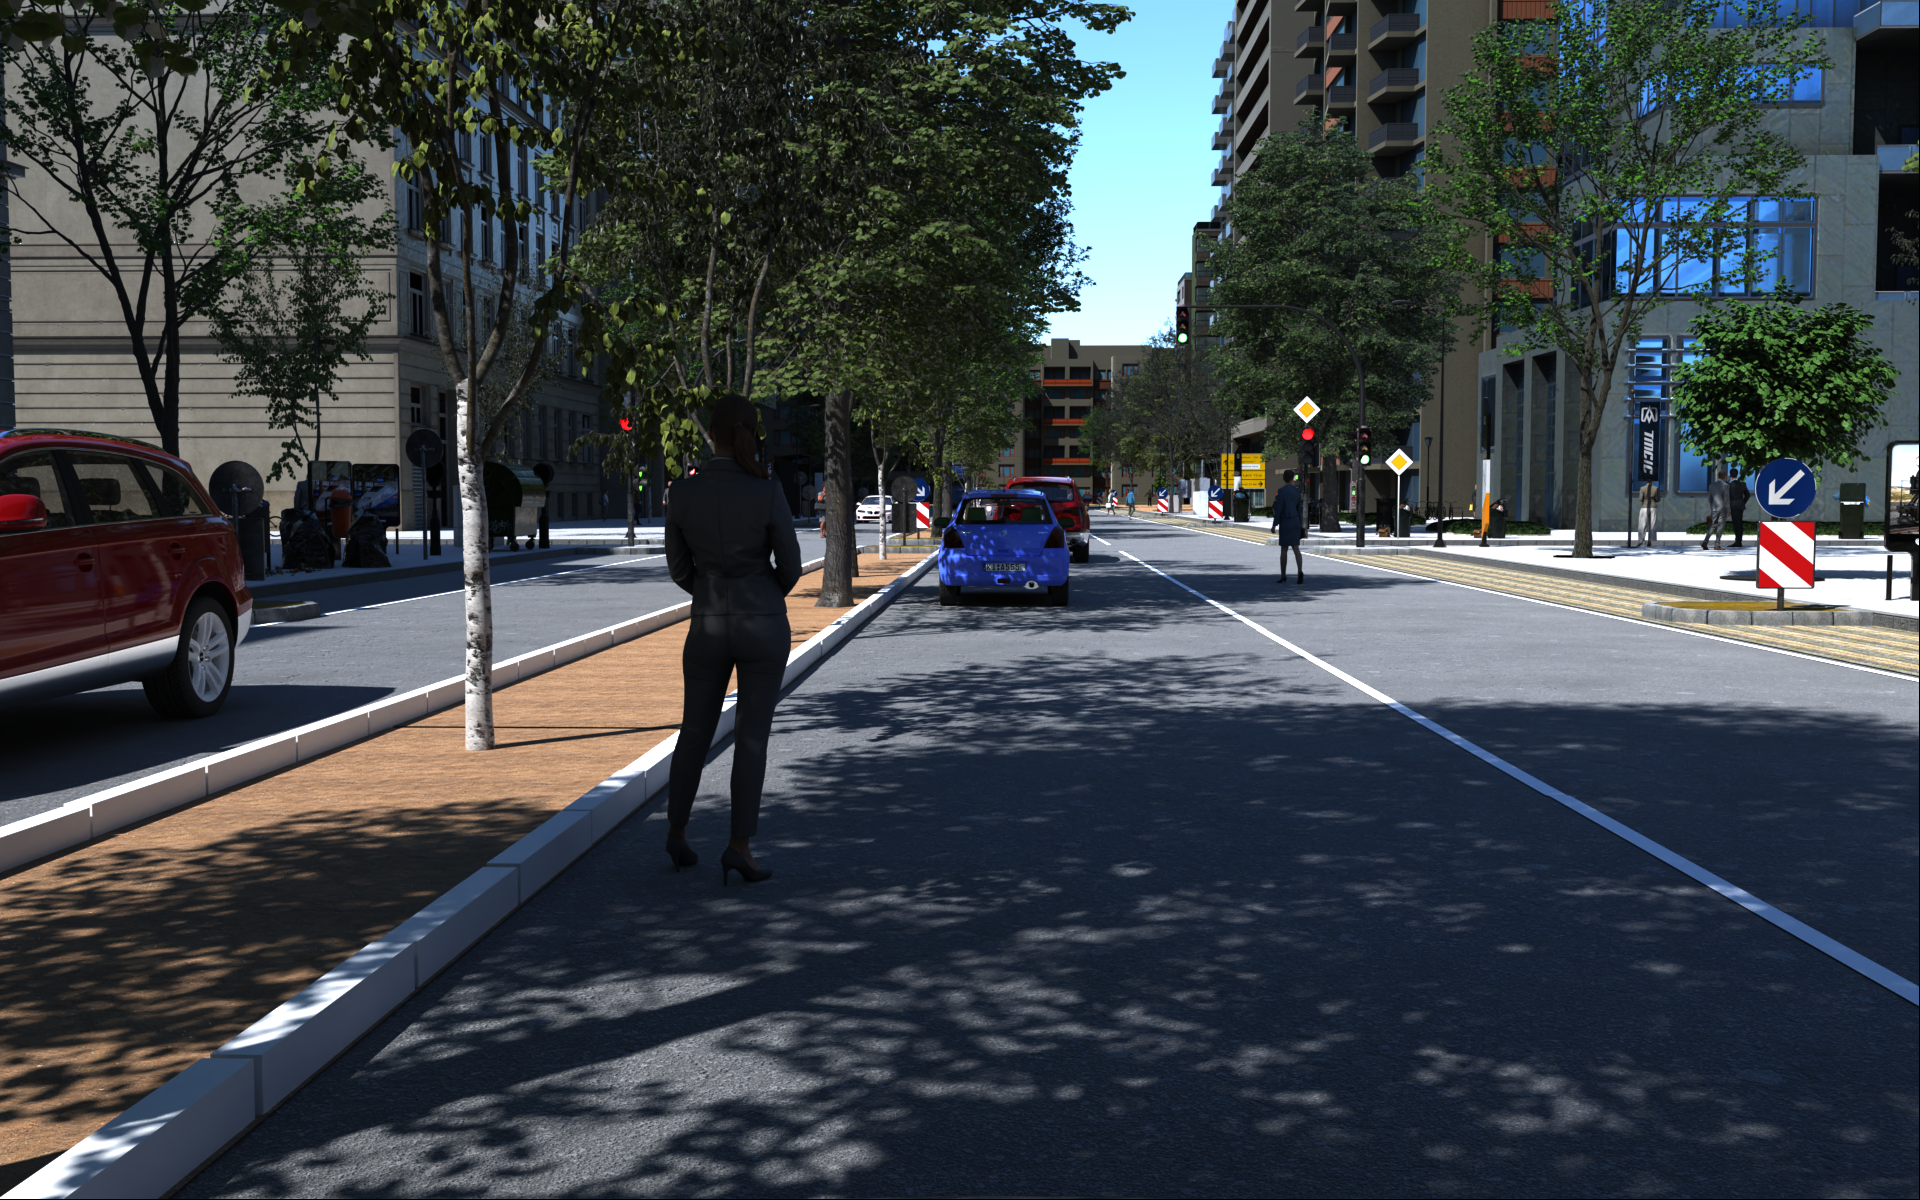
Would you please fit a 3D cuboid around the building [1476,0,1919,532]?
[{"bbox_3d":[37.361,-46.092,66.269,31.000,86.520,22.319,0,4,2],"label":"building"}]

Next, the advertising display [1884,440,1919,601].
[{"bbox_3d":[11.628,-0.950,20.752,0.974,1.923,0.123,1,4,17],"label":"advertising display"}]

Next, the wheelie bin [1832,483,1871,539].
[{"bbox_3d":[25.408,-2.536,49.378,0.980,1.594,0.693,2,4,30],"label":"wheelie bin"}]

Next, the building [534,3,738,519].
[{"bbox_3d":[-25.789,-18.389,105.180,19.350,26.468,34.151,0,4,2],"label":"building"}]

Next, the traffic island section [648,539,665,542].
[{"bbox_3d":[-7.796,-1.717,50.355,2.009,0.180,2.903,0,4,2],"label":"traffic island section"}]

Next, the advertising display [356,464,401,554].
[{"bbox_3d":[-12.402,-1.932,36.797,0.974,1.923,0.123,-2,4,-32],"label":"advertising display"}]

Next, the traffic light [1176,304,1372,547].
[{"bbox_3d":[7.534,-4.093,41.593,4.771,5.953,1.251,0,4,2],"label":"traffic light"}]

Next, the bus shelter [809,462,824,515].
[{"bbox_3d":[-8.400,-7.162,111.022,2.014,3.302,5.546,0,4,2],"label":"bus shelter"}]

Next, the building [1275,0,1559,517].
[{"bbox_3d":[32.720,-27.708,107.652,22.147,44.769,28.867,0,4,2],"label":"building"}]

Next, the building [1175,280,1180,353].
[{"bbox_3d":[35.291,-27.604,223.028,14.107,30.474,14.160,0,4,2],"label":"building"}]

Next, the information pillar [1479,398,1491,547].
[{"bbox_3d":[12.733,-3.091,41.900,0.183,3.616,0.504,0,4,6],"label":"information pillar"}]

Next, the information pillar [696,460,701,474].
[{"bbox_3d":[-10.360,-4.673,67.760,0.504,3.616,0.183,2,4,33],"label":"information pillar"}]

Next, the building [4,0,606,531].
[{"bbox_3d":[-25.940,-14.676,73.230,16.112,22.955,30.059,0,4,2],"label":"building"}]

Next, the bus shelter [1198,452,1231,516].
[{"bbox_3d":[14.970,-6.660,100.175,1.731,3.624,6.357,0,4,2],"label":"bus shelter"}]

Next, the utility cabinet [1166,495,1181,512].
[{"bbox_3d":[14.631,-6.591,118.922,1.020,1.237,0.306,2,4,33],"label":"utility cabinet"}]

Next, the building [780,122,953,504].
[{"bbox_3d":[-11.854,-36.931,227.520,21.600,48.544,21.300,0,4,2],"label":"building"}]

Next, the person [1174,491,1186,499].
[{"bbox_3d":[17.169,-7.926,135.726,0.705,1.812,1.348,-3,4,-37],"label":"person"}]

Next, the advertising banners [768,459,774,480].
[{"bbox_3d":[-10.193,-5.468,85.594,2.074,3.025,0.090,-1,4,-16],"label":"advertising banners"}]

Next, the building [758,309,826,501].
[{"bbox_3d":[-28.021,-20.563,181.247,28.899,21.520,27.650,0,4,2],"label":"building"}]

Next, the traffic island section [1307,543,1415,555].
[{"bbox_3d":[9.667,-1.192,41.777,2.009,0.180,2.903,0,4,2],"label":"traffic island section"}]

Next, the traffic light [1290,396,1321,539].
[{"bbox_3d":[9.896,-3.714,49.645,0.839,4.253,0.868,0,4,2],"label":"traffic light"}]

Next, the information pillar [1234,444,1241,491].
[{"bbox_3d":[13.093,-5.522,81.640,0.183,3.616,0.504,-2,4,-25],"label":"information pillar"}]

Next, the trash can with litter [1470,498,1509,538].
[{"bbox_3d":[15.335,-2.374,50.204,1.055,1.170,0.624,3,5,41],"label":"trash can with litter"}]

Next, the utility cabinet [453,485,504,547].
[{"bbox_3d":[-11.704,-2.044,42.106,1.173,1.500,0.318,-3,5,-40],"label":"utility cabinet"}]

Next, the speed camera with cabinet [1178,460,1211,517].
[{"bbox_3d":[14.735,-7.002,108.824,2.038,3.252,0.660,3,4,37],"label":"speed camera with cabinet"}]

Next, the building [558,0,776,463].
[{"bbox_3d":[-29.750,-33.654,139.487,28.713,52.752,27.495,0,4,2],"label":"building"}]

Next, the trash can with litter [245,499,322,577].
[{"bbox_3d":[-11.025,-1.039,28.053,1.678,1.210,2.233,1,4,15],"label":"trash can with litter"}]

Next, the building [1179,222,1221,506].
[{"bbox_3d":[31.541,-25.285,185.110,14.160,30.474,14.107,0,4,2],"label":"building"}]

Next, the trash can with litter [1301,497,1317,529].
[{"bbox_3d":[12.303,-3.169,63.199,1.055,1.170,0.624,3,5,43],"label":"trash can with litter"}]

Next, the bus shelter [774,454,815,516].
[{"bbox_3d":[-9.853,-6.860,103.440,1.731,3.624,6.357,0,4,2],"label":"bus shelter"}]

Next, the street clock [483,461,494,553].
[{"bbox_3d":[-10.360,-2.020,37.605,0.358,2.002,0.471,2,4,28],"label":"street clock"}]

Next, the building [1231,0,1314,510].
[{"bbox_3d":[33.386,-31.302,135.488,21.300,48.544,21.600,0,4,2],"label":"building"}]

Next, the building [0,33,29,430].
[{"bbox_3d":[-30.715,-11.441,28.853,24.055,21.916,13.314,0,4,2],"label":"building"}]

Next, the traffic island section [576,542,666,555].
[{"bbox_3d":[-8.064,-1.229,42.375,2.009,0.180,2.903,0,4,2],"label":"traffic island section"}]

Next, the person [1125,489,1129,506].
[{"bbox_3d":[17.998,-11.017,186.108,0.705,1.831,1.348,1,4,17],"label":"person"}]

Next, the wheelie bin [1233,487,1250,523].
[{"bbox_3d":[12.680,-4.297,78.159,0.693,1.594,0.980,0,4,-7],"label":"wheelie bin"}]

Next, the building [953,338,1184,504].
[{"bbox_3d":[14.011,-23.564,230.315,28.899,21.520,27.650,0,4,2],"label":"building"}]

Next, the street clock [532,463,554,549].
[{"bbox_3d":[-9.809,-2.216,40.795,0.471,2.002,0.358,1,4,15],"label":"street clock"}]

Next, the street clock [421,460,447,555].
[{"bbox_3d":[-10.988,-1.936,36.232,0.471,2.002,0.358,0,4,-2],"label":"street clock"}]

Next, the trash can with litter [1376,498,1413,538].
[{"bbox_3d":[12.838,-2.437,51.234,1.055,1.170,0.624,2,4,28],"label":"trash can with litter"}]

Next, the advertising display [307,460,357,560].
[{"bbox_3d":[-12.192,-1.734,33.567,0.123,1.923,0.974,2,4,30],"label":"advertising display"}]

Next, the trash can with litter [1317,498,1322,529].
[{"bbox_3d":[13.312,-3.173,63.259,0.624,1.170,1.055,1,4,10],"label":"trash can with litter"}]

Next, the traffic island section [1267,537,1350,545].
[{"bbox_3d":[9.935,-1.681,49.757,2.009,0.180,2.903,0,4,2],"label":"traffic island section"}]

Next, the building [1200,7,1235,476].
[{"bbox_3d":[35.420,-33.165,161.850,23.786,49.044,30.456,0,4,2],"label":"building"}]

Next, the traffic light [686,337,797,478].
[{"bbox_3d":[-5.663,-4.619,50.184,4.771,5.953,1.251,0,4,2],"label":"traffic light"}]

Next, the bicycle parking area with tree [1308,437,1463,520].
[{"bbox_3d":[21.015,-6.136,87.321,8.231,4.147,9.016,1,4,13],"label":"bicycle parking area with tree"}]

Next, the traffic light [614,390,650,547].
[{"bbox_3d":[-8.024,-3.261,42.239,0.839,4.253,0.868,0,4,2],"label":"traffic light"}]
